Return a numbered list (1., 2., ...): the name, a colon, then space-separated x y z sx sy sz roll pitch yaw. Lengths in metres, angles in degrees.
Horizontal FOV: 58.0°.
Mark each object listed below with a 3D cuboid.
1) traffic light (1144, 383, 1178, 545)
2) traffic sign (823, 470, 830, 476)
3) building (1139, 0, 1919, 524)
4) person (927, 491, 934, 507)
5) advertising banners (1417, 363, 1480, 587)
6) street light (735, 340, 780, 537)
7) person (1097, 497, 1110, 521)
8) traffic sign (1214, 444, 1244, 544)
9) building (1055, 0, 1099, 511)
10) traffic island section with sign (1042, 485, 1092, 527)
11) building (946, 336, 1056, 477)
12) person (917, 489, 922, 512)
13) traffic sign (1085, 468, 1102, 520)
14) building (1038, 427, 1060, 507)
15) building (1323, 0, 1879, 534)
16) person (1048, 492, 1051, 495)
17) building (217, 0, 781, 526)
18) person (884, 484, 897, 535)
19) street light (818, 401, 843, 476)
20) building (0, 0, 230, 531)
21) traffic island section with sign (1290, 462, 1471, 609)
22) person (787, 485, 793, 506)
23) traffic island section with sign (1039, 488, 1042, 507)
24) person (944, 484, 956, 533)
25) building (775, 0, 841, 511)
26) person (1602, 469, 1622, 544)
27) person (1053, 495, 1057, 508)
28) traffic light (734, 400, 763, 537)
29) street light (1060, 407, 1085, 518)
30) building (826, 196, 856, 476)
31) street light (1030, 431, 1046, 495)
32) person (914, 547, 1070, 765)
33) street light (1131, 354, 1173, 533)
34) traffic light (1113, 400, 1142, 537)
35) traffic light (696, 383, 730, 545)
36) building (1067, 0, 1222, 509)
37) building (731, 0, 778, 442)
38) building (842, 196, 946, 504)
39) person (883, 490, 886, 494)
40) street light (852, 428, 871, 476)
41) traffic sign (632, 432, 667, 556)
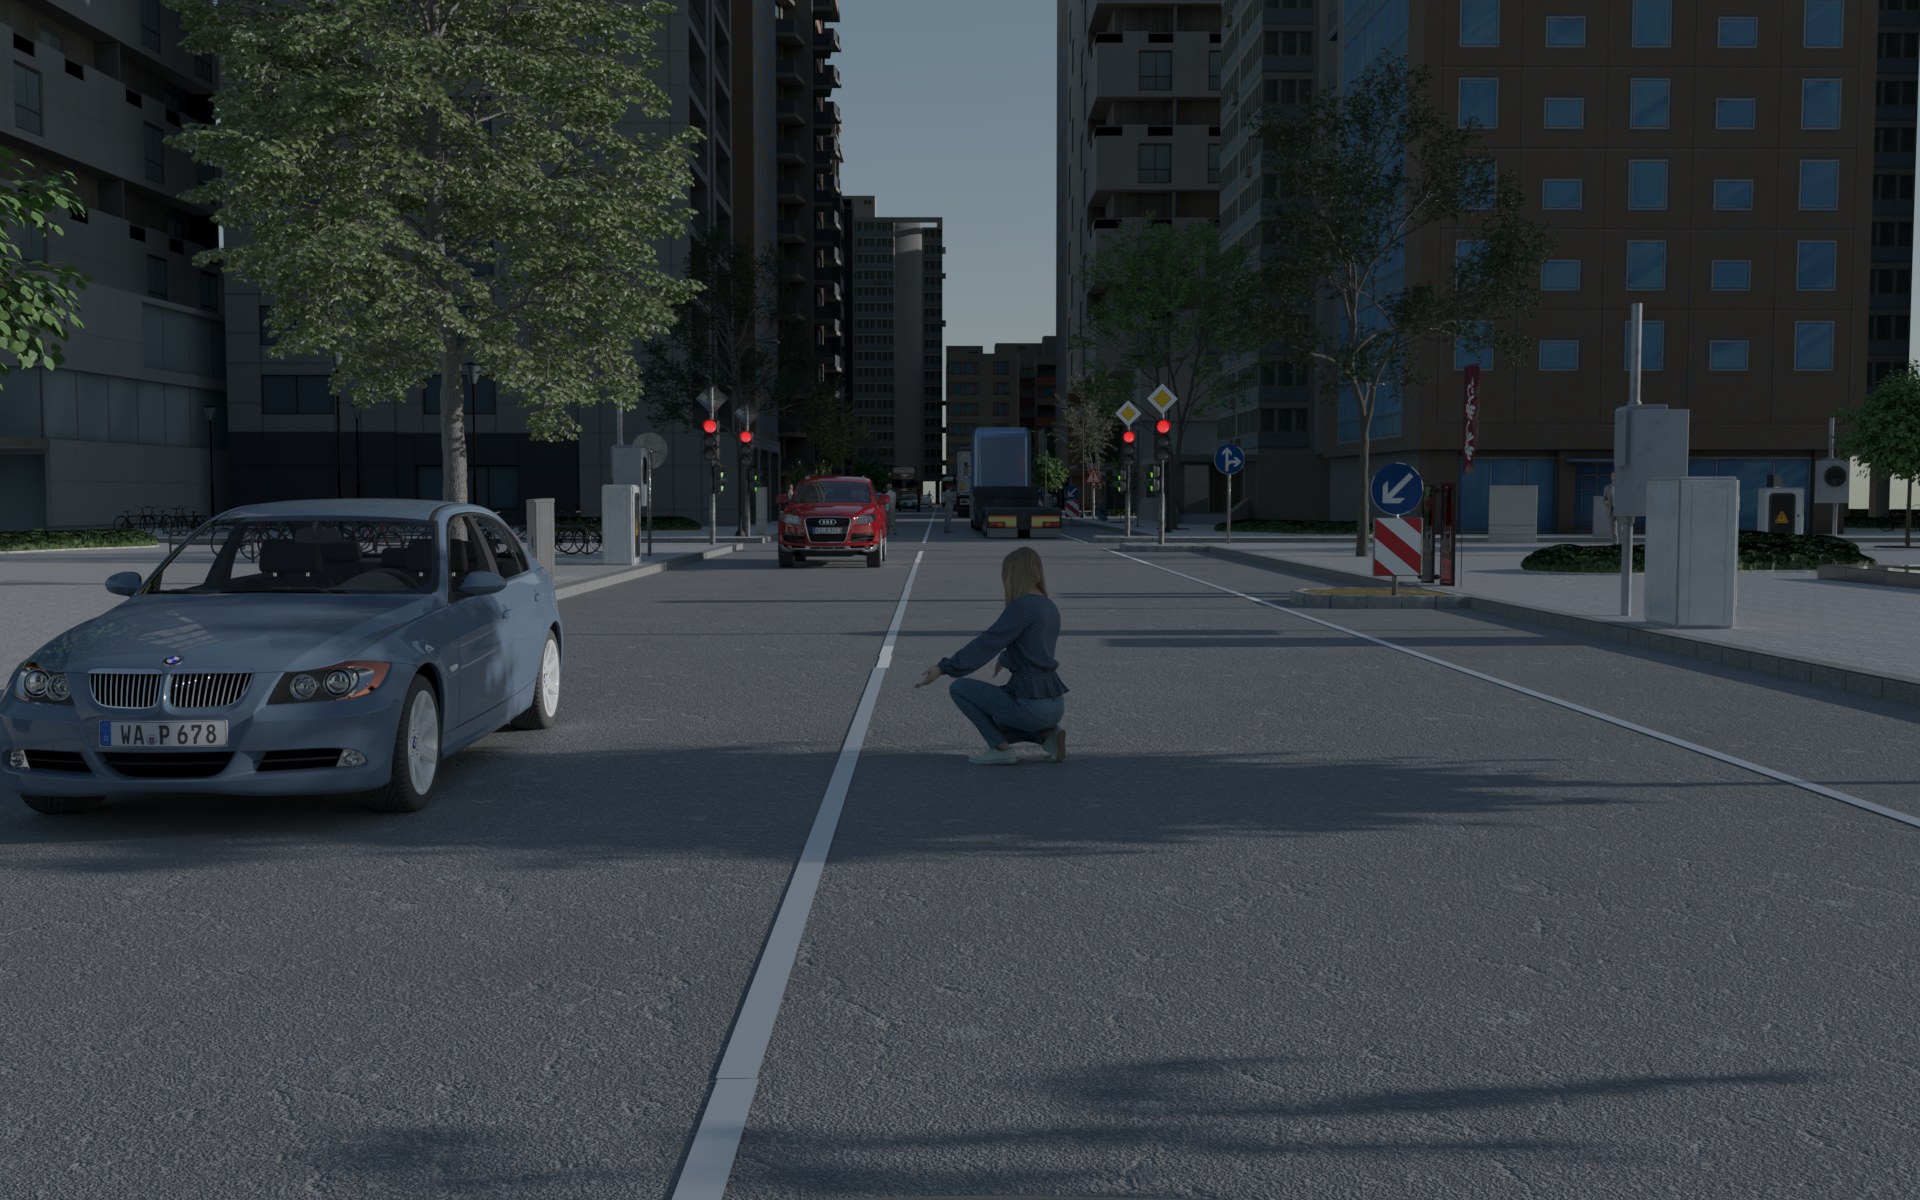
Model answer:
1. traffic light: 5.101 -3.367 43.967 0.839 4.253 0.868 0 4 -1
2. traffic sign: -7.107 -5.660 92.536 0.884 2.594 0.081 0 4 0
3. building: 25.157 -23.708 79.515 32.217 40.220 23.993 0 4 -1
4. person: -3.478 -11.571 197.761 1.350 1.814 0.705 3 5 44
5. advertising banners: 6.836 -1.716 24.241 0.090 3.025 2.074 0 4 -5
6. street light: -6.129 -4.880 52.330 1.470 5.913 1.316 0 4 -1
7. person: 6.789 -4.264 81.265 0.738 1.151 1.012 1 4 15
8. traffic sign: 6.890 -2.708 44.378 0.768 2.556 0.104 0 4 1
9. building: 15.068 -29.884 138.707 14.600 45.320 14.200 0 4 -1
10. traffic island section with sign: 4.793 -4.161 76.663 1.989 1.847 2.006 0 4 -1
11. building: 12.620 -23.344 226.714 28.899 21.520 27.650 0 4 -1
12. person: -3.180 -7.804 136.040 0.705 1.831 1.348 0 4 -6
13. traffic sign: 6.586 -5.237 85.626 0.884 2.594 0.081 0 4 4
14. building: 19.365 -51.828 160.056 22.319 86.520 31.000 0 4 -1
15. building: 21.469 -25.096 60.433 14.200 45.320 14.600 0 4 -1
16. person: 6.918 -7.622 133.854 0.628 1.438 0.799 -3 5 -42
17. building: -18.795 -39.049 76.700 20.563 71.187 20.611 0 4 -1
18. person: -2.391 -3.143 60.113 0.478 1.798 0.641 -2 4 -27
19. street light: -6.557 -7.000 86.995 1.470 5.913 1.316 0 4 -1
20. building: -44.104 -29.221 66.998 27.495 52.752 28.713 0 4 -1
21. traffic island section with sign: 5.379 -0.852 22.553 1.989 1.847 2.006 0 4 -1
22. person: -8.952 -5.242 92.155 0.834 1.777 0.661 0 4 3
23. traffic island section with sign: 4.492 -5.831 103.965 1.989 1.847 2.006 0 4 -1
24. person: -0.351 -3.369 63.763 0.466 1.800 0.511 -2 4 -31
25. building: -21.067 -29.728 140.683 22.147 44.769 28.867 0 4 -1
26. person: 13.699 -1.836 36.262 0.606 1.804 0.583 3 5 40
27. person: 6.645 -6.743 120.976 0.332 1.250 0.352 1 4 17
28. traffic light: -6.347 -3.847 51.811 0.839 4.253 0.868 0 4 -1
29. street light: 6.039 -7.355 92.802 1.470 5.913 1.316 0 4 -1
30. building: -17.187 -23.909 162.610 14.160 30.474 14.107 0 4 -1
31. street light: 5.728 -9.454 127.110 1.470 5.913 1.316 0 4 -1
32. person: 0.179 0.293 9.212 0.738 1.151 1.012 3 4 38
33. street light: 6.368 -5.192 57.430 1.470 5.913 1.316 0 4 -1
34. traffic light: 5.014 -3.855 51.952 0.839 4.253 0.868 0 4 -1
35. traffic light: -6.259 -3.358 43.827 0.839 4.253 0.868 0 4 -1
36. building: 21.328 -32.020 112.773 28.713 52.752 27.495 0 4 -1
37. building: -19.086 -28.040 108.559 14.600 45.320 14.200 0 4 -1
38. building: -13.850 -32.802 228.194 23.993 40.220 32.217 0 4 -1
39. person: -8.486 -11.399 193.243 0.721 1.723 1.217 3 5 44
40. street light: -6.978 -9.124 121.716 1.470 5.913 1.316 0 4 -1
41. traffic sign: -6.409 -2.176 35.684 0.768 2.556 0.104 0 4 5
